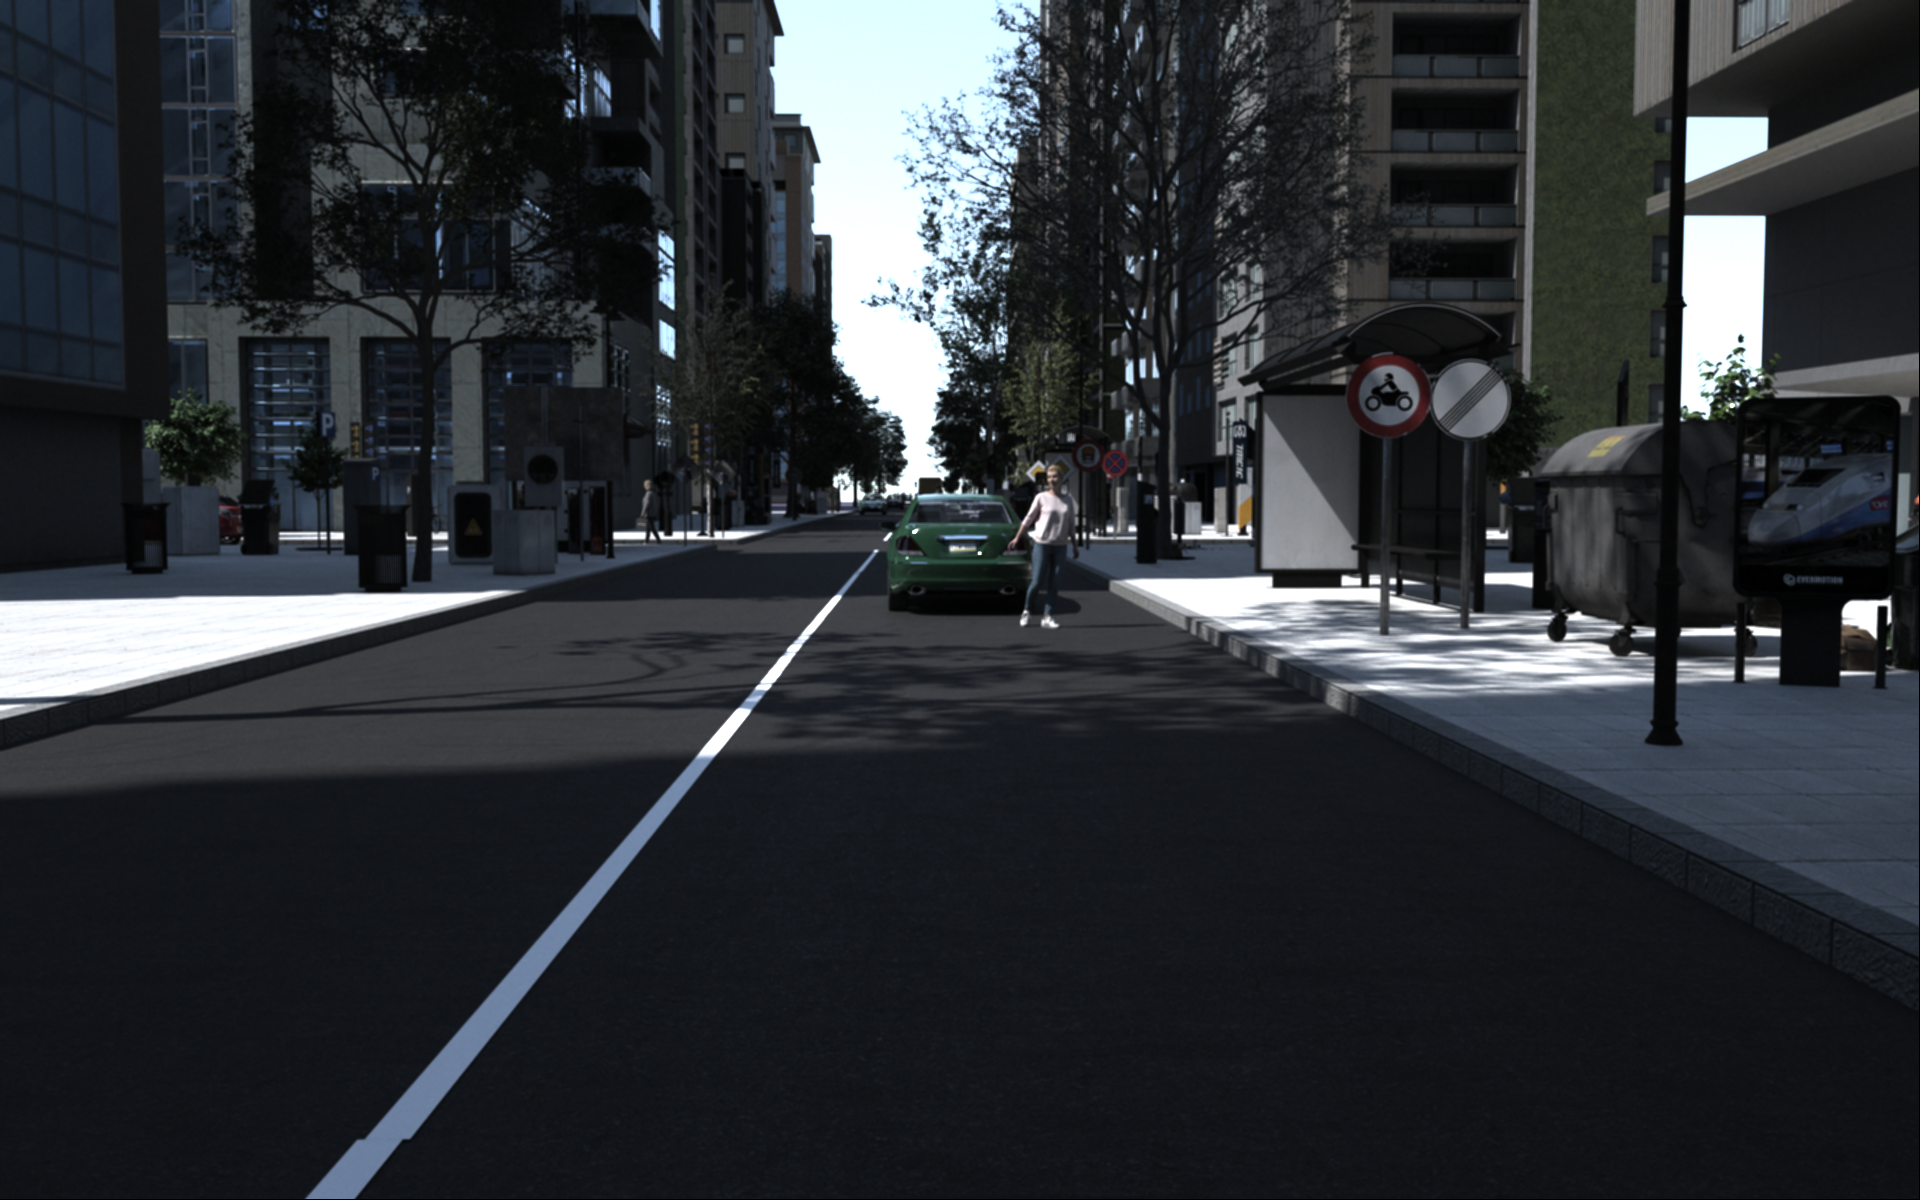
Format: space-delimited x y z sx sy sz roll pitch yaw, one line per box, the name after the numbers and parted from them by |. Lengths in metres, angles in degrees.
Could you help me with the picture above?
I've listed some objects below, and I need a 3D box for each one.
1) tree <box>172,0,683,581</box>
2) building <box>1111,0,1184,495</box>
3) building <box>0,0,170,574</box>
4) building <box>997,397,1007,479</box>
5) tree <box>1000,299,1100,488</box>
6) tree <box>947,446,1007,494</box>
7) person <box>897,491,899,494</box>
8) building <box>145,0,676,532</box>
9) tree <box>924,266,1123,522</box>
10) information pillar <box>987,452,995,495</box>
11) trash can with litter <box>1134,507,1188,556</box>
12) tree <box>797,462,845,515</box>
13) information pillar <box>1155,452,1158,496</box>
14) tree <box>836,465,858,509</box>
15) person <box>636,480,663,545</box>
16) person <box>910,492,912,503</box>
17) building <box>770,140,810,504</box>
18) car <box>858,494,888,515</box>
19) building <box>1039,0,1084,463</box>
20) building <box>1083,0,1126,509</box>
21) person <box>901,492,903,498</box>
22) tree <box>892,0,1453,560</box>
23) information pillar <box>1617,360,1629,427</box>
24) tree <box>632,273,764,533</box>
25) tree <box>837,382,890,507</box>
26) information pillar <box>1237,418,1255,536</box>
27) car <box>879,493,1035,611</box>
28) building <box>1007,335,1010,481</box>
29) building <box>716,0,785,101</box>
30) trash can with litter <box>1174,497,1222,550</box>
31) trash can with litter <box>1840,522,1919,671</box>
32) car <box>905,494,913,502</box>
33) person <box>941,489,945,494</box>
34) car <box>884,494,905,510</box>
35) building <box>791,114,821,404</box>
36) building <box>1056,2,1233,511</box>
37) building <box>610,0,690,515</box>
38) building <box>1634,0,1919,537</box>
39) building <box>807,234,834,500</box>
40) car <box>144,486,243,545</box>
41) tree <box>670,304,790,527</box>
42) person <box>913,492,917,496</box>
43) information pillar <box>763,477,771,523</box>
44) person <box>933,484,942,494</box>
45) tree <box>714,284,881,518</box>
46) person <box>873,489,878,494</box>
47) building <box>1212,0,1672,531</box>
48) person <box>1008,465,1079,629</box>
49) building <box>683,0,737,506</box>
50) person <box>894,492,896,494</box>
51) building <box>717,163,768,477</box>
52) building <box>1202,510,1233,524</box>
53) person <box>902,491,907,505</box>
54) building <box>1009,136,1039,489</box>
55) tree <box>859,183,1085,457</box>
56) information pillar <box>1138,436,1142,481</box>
-7.608 -5.560 25.316 7.601 10.594 8.767 -2 4 -28 | tree
21.641 -30.008 110.236 23.786 49.044 30.456 0 4 -1 | building
-22.101 -22.927 24.970 14.200 45.320 14.600 0 4 -1 | building
20.186 -26.087 271.559 27.650 21.520 28.899 0 4 -1 | building
3.279 -7.078 66.091 4.737 8.622 4.395 0 3 0 | tree
1.660 -8.169 117.275 4.285 4.588 4.351 0 3 0 | tree
-7.563 -12.653 215.904 0.750 1.759 0.617 0 4 5 | person
-23.401 -46.359 70.645 22.319 86.520 31.000 0 4 -1 | building
3.143 -9.218 76.469 9.928 11.665 9.643 0 3 0 | tree
1.705 -6.309 94.499 0.504 3.616 0.183 0 4 -4 | information pillar
4.108 -1.472 35.449 1.055 1.170 0.624 0 4 -1 | trash can with litter
-8.836 -7.538 106.957 4.285 4.588 4.351 0 3 0 | tree
9.604 -5.599 82.900 0.504 3.616 0.183 1 4 18 | information pillar
-11.204 -14.259 183.488 4.737 8.622 4.395 0 3 0 | tree
-8.141 -2.246 45.403 0.728 1.800 0.709 1 4 10 | person
-6.437 -13.533 230.587 0.721 1.723 1.217 0 4 -4 | person
-26.806 -35.050 223.182 14.600 45.320 14.200 0 4 -1 | building
-6.084 -6.702 121.378 2.131 1.459 4.920 0 4 -1 | car
18.636 -38.972 179.192 21.231 58.520 28.212 0 4 -1 | building
18.936 -42.885 139.425 20.563 71.187 20.611 0 4 -1 | building
-9.150 -16.123 272.919 0.445 1.727 0.742 -1 4 -13 | person
3.898 -7.535 33.564 12.009 13.543 11.850 0 3 0 | tree
11.496 -2.370 30.102 0.183 3.616 0.504 2 4 33 | information pillar
-8.489 -6.515 56.877 4.360 8.622 3.978 0 3 0 | tree
-10.843 -15.759 175.782 7.486 12.596 7.792 0 3 0 | tree
8.819 -3.791 53.344 0.504 3.616 0.183 0 4 -3 | information pillar
-0.012 -0.666 22.687 2.131 1.459 4.920 0 4 -1 | car
13.680 -29.214 249.350 14.160 30.474 14.107 0 4 -1 | building
-32.689 -35.705 173.009 28.713 52.752 27.495 0 4 -1 | building
5.265 -1.826 40.917 1.678 1.210 2.233 0 4 3 | trash can with litter
6.838 -0.073 12.588 1.055 1.170 0.624 0 4 -3 | trash can with litter
-8.714 -16.606 283.311 2.131 1.459 4.920 0 4 -2 | car
-1.424 -7.828 136.505 1.348 1.821 0.705 0 4 -2 | person
-6.102 -9.251 161.040 2.009 1.686 4.222 0 4 1 | car
-34.448 -40.023 243.609 28.713 52.752 27.495 0 4 -1 | building
16.236 -31.073 158.159 14.600 45.320 14.200 0 4 -1 | building
-24.111 -25.621 102.505 14.154 41.232 14.086 0 4 -1 | building
26.835 -26.356 20.160 28.713 52.752 27.495 0 4 -1 | building
-26.808 -35.552 264.875 14.154 41.232 14.086 0 4 -1 | building
-21.286 -2.269 46.131 4.494 1.783 2.155 0 4 -1 | car
-8.743 -7.103 66.493 4.737 8.622 4.395 0 3 0 | tree
-7.005 -16.268 275.205 1.217 1.736 0.721 -1 4 -20 | person
-8.504 -4.403 76.474 0.304 2.012 0.304 0 4 5 | information pillar
-0.845 -3.619 67.650 0.713 1.824 0.794 1 4 14 | person
-9.135 -10.870 94.729 9.611 12.733 9.660 0 3 0 | tree
-6.668 -7.876 137.415 1.348 1.807 0.705 -1 4 -20 | person
17.616 -23.334 65.100 14.086 41.232 14.154 0 4 -1 | building
0.844 -0.575 18.570 0.731 1.740 0.598 -2 4 -28 | person
-27.438 -42.560 134.102 20.563 71.187 20.611 0 4 -1 | building
-9.958 -15.752 266.048 0.705 1.824 1.348 2 4 28 | person
-24.681 -23.326 153.088 14.160 30.474 14.107 0 4 -1 | building
18.024 -26.293 79.997 14.600 45.320 14.200 0 4 -1 | building
-7.206 -13.286 225.597 0.709 1.838 0.599 -3 5 -45 | person
17.766 -37.094 230.191 21.300 48.544 21.600 0 4 -1 | building
0.586 -15.342 106.738 12.611 20.169 13.585 0 3 0 | tree
7.239 -4.789 69.656 0.183 3.616 0.504 0 4 -4 | information pillar
